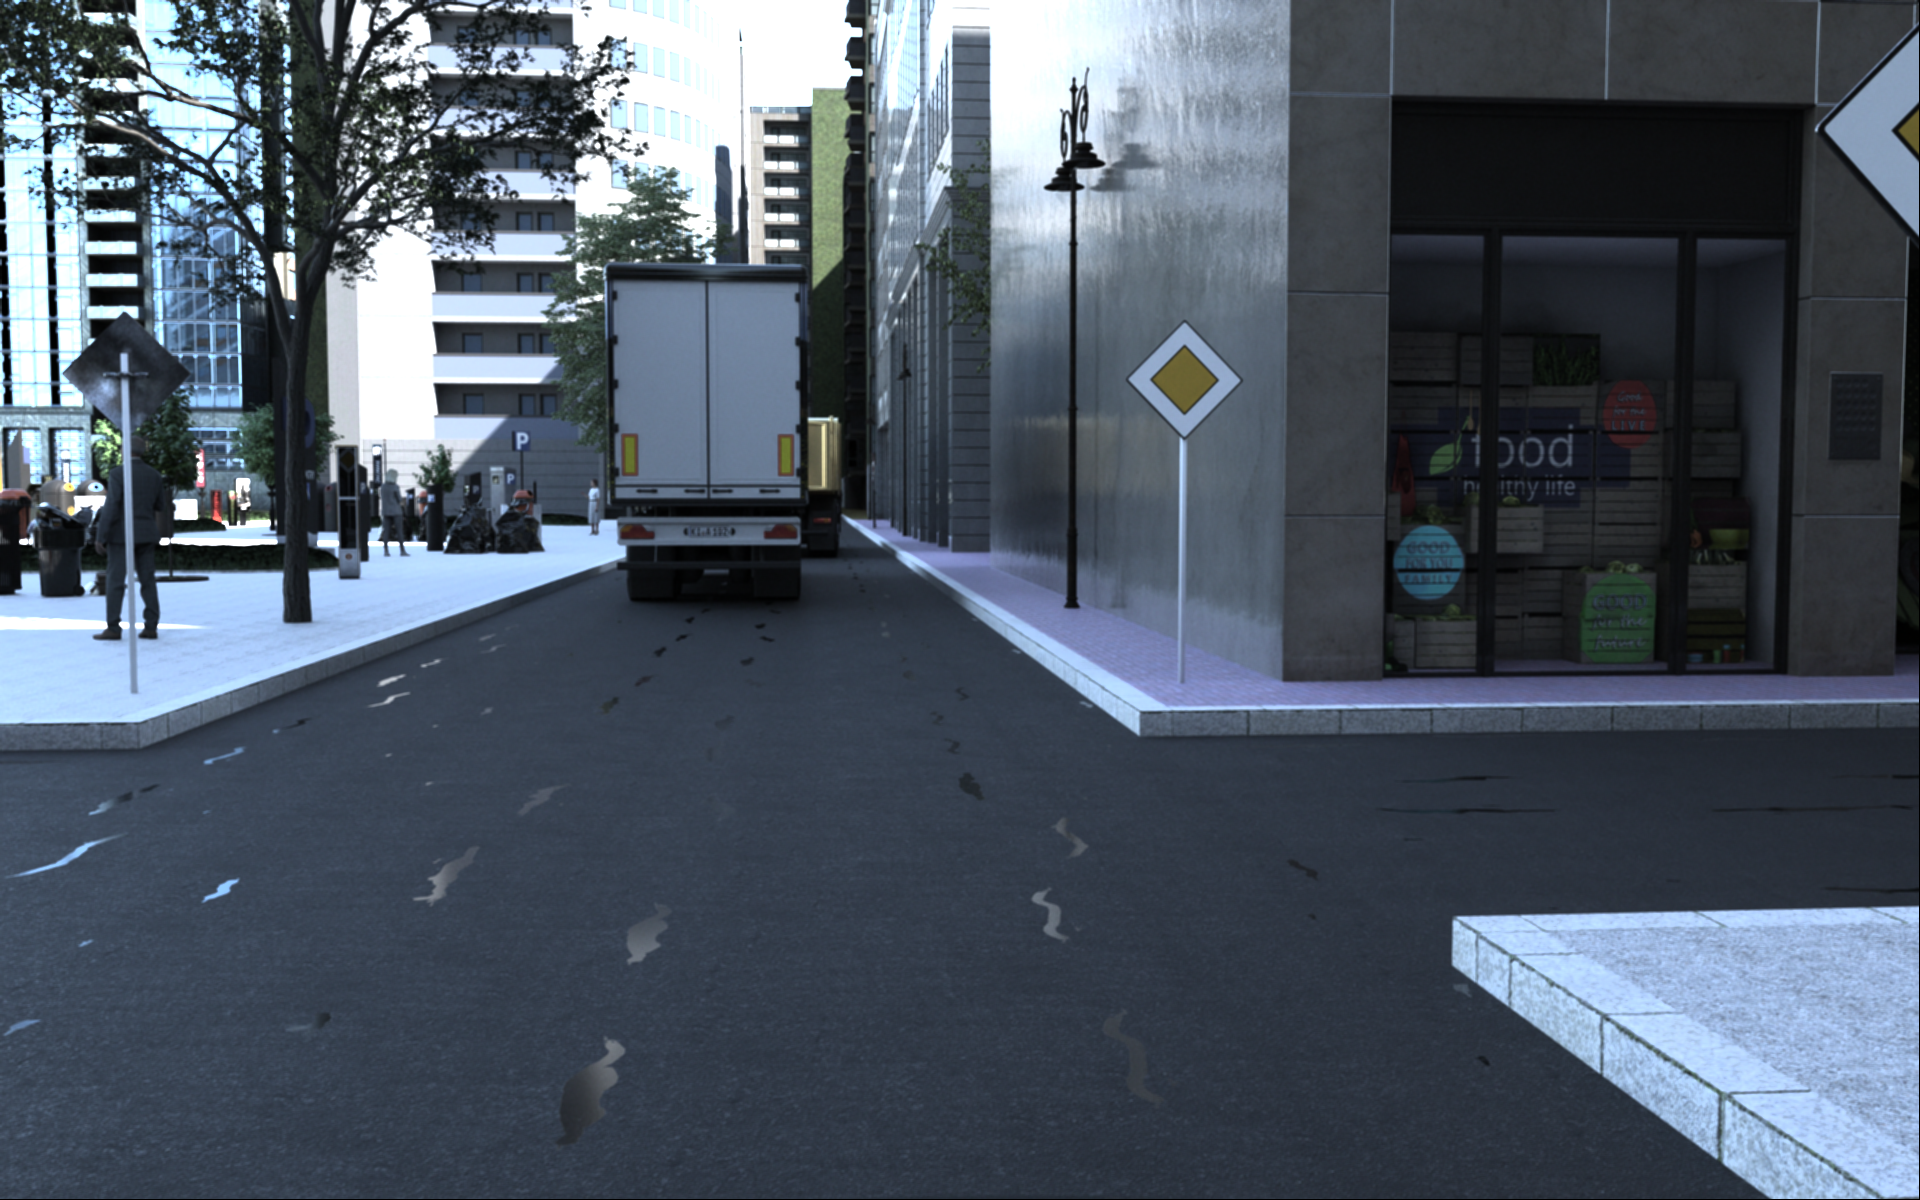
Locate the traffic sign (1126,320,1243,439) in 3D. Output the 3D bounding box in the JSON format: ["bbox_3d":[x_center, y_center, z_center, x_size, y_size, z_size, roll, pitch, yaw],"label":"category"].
[{"bbox_3d":[1.528,-0.581,11.691,0.795,2.593,0.064,0,4,-5],"label":"traffic sign"}]

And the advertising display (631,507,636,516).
[{"bbox_3d":[-12.767,-3.831,67.846,0.123,1.923,0.974,0,4,-4],"label":"advertising display"}]

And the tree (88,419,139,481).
[{"bbox_3d":[-30.008,-4.856,63.111,4.285,4.588,4.351,0,3,0],"label":"tree"}]

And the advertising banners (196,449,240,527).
[{"bbox_3d":[-28.829,-4.340,67.140,0.090,3.025,2.074,2,4,28],"label":"advertising banners"}]

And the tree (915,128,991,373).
[{"bbox_3d":[1.330,-5.081,33.438,4.737,8.622,4.395,0,3,0],"label":"tree"}]

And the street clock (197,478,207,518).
[{"bbox_3d":[-30.642,-4.004,70.038,0.358,2.002,0.471,-2,4,-34],"label":"street clock"}]

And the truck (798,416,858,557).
[{"bbox_3d":[-4.242,-2.862,42.711,3.469,3.379,9.791,0,4,-3],"label":"truck"}]

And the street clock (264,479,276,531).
[{"bbox_3d":[-24.043,-3.424,60.545,0.471,2.002,0.358,-1,4,-17],"label":"street clock"}]

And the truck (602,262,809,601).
[{"bbox_3d":[-3.688,-2.310,26.676,2.839,4.237,11.283,0,4,-6],"label":"truck"}]

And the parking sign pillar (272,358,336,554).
[{"bbox_3d":[-13.433,-2.847,35.028,1.447,3.967,1.447,0,4,-3],"label":"parking sign pillar"}]

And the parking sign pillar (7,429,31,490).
[{"bbox_3d":[-39.026,-5.100,71.853,1.447,3.967,1.447,3,5,41],"label":"parking sign pillar"}]

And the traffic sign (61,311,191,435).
[{"bbox_3d":[-5.342,-0.546,11.115,0.795,2.593,0.064,0,4,-5],"label":"traffic sign"}]

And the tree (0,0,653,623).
[{"bbox_3d":[-6.688,-5.033,16.704,8.767,10.594,7.601,0,4,3],"label":"tree"}]

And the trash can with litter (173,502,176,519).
[{"bbox_3d":[-30.513,-3.420,67.308,1.055,1.170,0.624,0,4,-6],"label":"trash can with litter"}]

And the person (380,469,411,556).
[{"bbox_3d":[-11.720,-1.809,35.803,0.537,1.800,0.526,2,4,31],"label":"person"}]

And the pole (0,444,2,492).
[{"bbox_3d":[-37.301,-4.490,67.259,0.158,3.312,0.155,0,3,0],"label":"pole"}]

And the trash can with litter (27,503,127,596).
[{"bbox_3d":[-11.157,-0.644,21.918,0.624,1.170,1.055,3,5,43],"label":"trash can with litter"}]

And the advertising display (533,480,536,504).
[{"bbox_3d":[-19.755,-4.606,80.522,0.123,1.923,0.974,-1,4,-14],"label":"advertising display"}]

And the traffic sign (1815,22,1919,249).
[{"bbox_3d":[2.222,-0.095,3.736,0.795,2.593,0.064,0,4,-5],"label":"traffic sign"}]

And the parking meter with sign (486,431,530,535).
[{"bbox_3d":[-12.805,-3.203,48.636,1.738,3.016,0.543,3,5,39],"label":"parking meter with sign"}]

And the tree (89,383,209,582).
[{"bbox_3d":[-11.694,-1.904,25.731,1.663,3.219,1.824,0,3,0],"label":"tree"}]

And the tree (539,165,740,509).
[{"bbox_3d":[-10.819,-8.677,59.994,7.486,12.596,7.792,0,3,0],"label":"tree"}]

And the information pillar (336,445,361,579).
[{"bbox_3d":[-9.262,-1.330,26.236,0.304,2.012,0.304,-1,4,-16],"label":"information pillar"}]

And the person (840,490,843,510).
[{"bbox_3d":[-9.826,-8.230,142.073,0.415,1.643,0.593,1,4,17],"label":"person"}]

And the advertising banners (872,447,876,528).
[{"bbox_3d":[-3.239,-4.227,65.300,0.090,3.025,2.074,0,4,0],"label":"advertising banners"}]

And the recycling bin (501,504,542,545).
[{"bbox_3d":[-10.617,-1.797,41.940,0.722,1.027,0.722,1,4,17],"label":"recycling bin"}]

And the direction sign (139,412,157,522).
[{"bbox_3d":[-18.473,-2.914,39.637,0.876,3.537,0.379,2,4,31],"label":"direction sign"}]

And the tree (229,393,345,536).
[{"bbox_3d":[-20.883,-4.283,53.738,4.285,4.588,4.351,0,3,0],"label":"tree"}]

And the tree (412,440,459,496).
[{"bbox_3d":[-18.296,-4.085,61.387,1.663,3.219,1.824,0,3,0],"label":"tree"}]

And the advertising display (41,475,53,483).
[{"bbox_3d":[-31.009,-3.283,58.891,0.123,1.923,0.974,-1,4,-12],"label":"advertising display"}]

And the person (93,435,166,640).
[{"bbox_3d":[-7.403,-0.560,15.371,0.590,1.801,0.661,2,4,25],"label":"person"}]

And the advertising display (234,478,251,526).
[{"bbox_3d":[-28.495,-3.888,68.781,0.123,1.923,0.974,1,4,9],"label":"advertising display"}]

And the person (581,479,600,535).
[{"bbox_3d":[-11.451,-2.888,53.831,0.480,1.755,0.524,3,4,38],"label":"person"}]

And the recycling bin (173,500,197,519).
[{"bbox_3d":[-32.740,-3.703,73.090,0.722,1.027,0.722,2,4,32],"label":"recycling bin"}]

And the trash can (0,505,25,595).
[{"bbox_3d":[-12.330,-0.639,22.097,0.748,1.137,0.748,0,3,0],"label":"trash can"}]
